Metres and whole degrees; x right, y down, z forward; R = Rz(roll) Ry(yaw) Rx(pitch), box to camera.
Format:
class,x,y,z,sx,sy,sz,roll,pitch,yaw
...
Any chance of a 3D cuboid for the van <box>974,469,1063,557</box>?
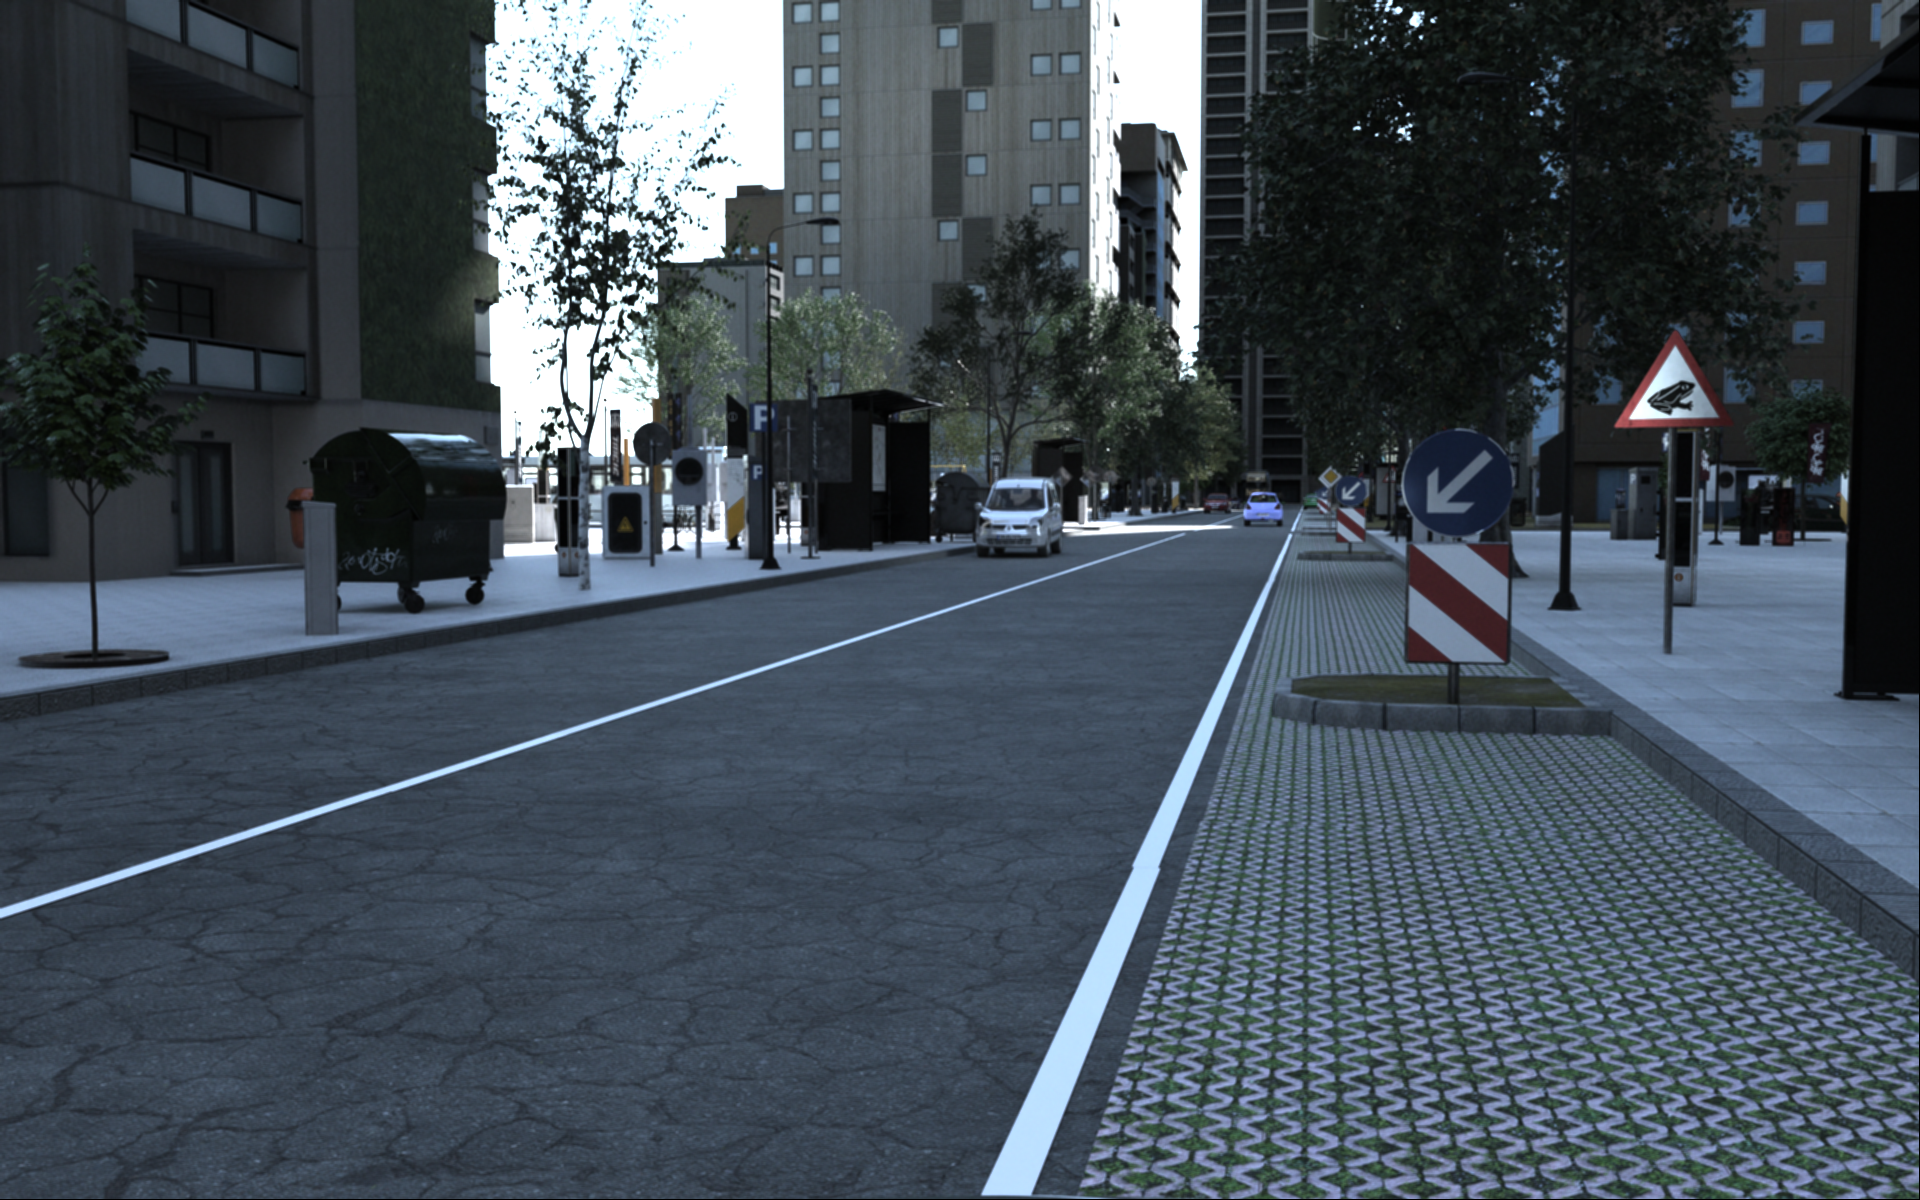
class,x,y,z,sx,sy,sz,roll,pitch,yaw
van,1.424,-2.058,40.666,2.013,2.044,4.112,1,4,9

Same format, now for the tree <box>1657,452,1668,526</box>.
class,x,y,z,sx,sy,sz,roll,pitch,yaw
tree,28.477,-4.578,69.446,1.663,3.219,1.824,0,3,0

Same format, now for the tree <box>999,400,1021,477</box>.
class,x,y,z,sx,sy,sz,roll,pitch,yaw
tree,3.832,-11.059,131.178,4.360,8.622,3.978,0,3,0

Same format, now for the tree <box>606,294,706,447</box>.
class,x,y,z,sx,sy,sz,roll,pitch,yaw
tree,-14.633,-9.991,89.109,9.928,11.665,9.643,0,3,0

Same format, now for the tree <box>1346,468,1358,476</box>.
class,x,y,z,sx,sy,sz,roll,pitch,yaw
tree,29.006,-8.158,127.981,1.663,3.219,1.824,0,3,0

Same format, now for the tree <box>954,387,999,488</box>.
class,x,y,z,sx,sy,sz,roll,pitch,yaw
tree,-0.512,-9.626,107.742,4.360,8.622,3.978,0,3,0

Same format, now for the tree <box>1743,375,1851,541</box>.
class,x,y,z,sx,sy,sz,roll,pitch,yaw
tree,23.452,-3.926,47.906,4.285,4.588,4.351,0,3,0

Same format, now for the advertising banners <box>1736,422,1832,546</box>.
class,x,y,z,sx,sy,sz,roll,pitch,yaw
advertising banners,20.338,-2.850,42.781,2.074,3.025,0.090,2,4,30

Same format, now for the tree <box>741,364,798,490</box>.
class,x,y,z,sx,sy,sz,roll,pitch,yaw
tree,-10.416,-9.034,98.074,4.737,8.622,4.395,0,3,0

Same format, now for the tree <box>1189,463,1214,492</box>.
class,x,y,z,sx,sy,sz,roll,pitch,yaw
tree,21.756,-10.770,159.797,4.285,4.588,4.351,0,3,0

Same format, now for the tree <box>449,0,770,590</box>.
class,x,y,z,sx,sy,sz,roll,pitch,yaw
tree,-4.906,-4.453,23.164,4.360,8.622,3.978,0,3,0

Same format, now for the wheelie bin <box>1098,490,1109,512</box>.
class,x,y,z,sx,sy,sz,roll,pitch,yaw
wheelie bin,10.104,-6.966,121.799,0.980,1.594,0.693,3,4,37

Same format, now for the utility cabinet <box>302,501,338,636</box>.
class,x,y,z,sx,sy,sz,roll,pitch,yaw
utility cabinet,-5.969,-0.307,16.187,0.306,1.237,1.020,-1,4,-21

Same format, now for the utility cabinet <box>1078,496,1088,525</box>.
class,x,y,z,sx,sy,sz,roll,pitch,yaw
utility cabinet,5.092,-3.711,71.833,0.306,1.237,1.020,1,4,10

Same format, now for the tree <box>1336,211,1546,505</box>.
class,x,y,z,sx,sy,sz,roll,pitch,yaw
tree,12.268,-5.648,42.709,4.737,8.622,4.395,0,3,0

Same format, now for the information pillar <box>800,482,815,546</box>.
class,x,y,z,sx,sy,sz,roll,pitch,yaw
information pillar,-3.777,-2.353,42.957,0.304,2.012,0.304,1,4,12

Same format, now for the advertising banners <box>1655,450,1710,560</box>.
class,x,y,z,sx,sy,sz,roll,pitch,yaw
advertising banners,14.353,-2.327,34.234,2.074,3.025,0.090,-3,5,-39

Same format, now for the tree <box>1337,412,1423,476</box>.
class,x,y,z,sx,sy,sz,roll,pitch,yaw
tree,19.012,-7.535,73.553,4.360,8.622,3.978,0,3,0

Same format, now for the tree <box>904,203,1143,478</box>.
class,x,y,z,sx,sy,sz,roll,pitch,yaw
tree,1.542,-7.425,55.804,7.601,10.594,8.767,3,5,40

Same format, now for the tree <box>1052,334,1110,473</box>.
class,x,y,z,sx,sy,sz,roll,pitch,yaw
tree,10.180,-11.287,101.557,9.611,12.733,9.660,0,3,0

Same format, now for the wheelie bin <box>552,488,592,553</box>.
class,x,y,z,sx,sy,sz,roll,pitch,yaw
wheelie bin,-8.327,-1.792,37.207,0.693,1.594,0.980,-3,4,-37

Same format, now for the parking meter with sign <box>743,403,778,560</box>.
class,x,y,z,sx,sy,sz,roll,pitch,yaw
parking meter with sign,-3.997,-2.321,34.207,0.543,3.016,1.738,-1,4,-15

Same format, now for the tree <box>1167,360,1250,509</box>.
class,x,y,z,sx,sy,sz,roll,pitch,yaw
tree,20.088,-13.966,146.478,7.486,12.596,7.792,0,3,0

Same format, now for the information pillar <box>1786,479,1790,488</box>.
class,x,y,z,sx,sy,sz,roll,pitch,yaw
information pillar,30.452,-4.422,63.662,0.183,3.616,0.504,1,4,21

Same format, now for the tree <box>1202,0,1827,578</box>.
class,x,y,z,sx,sy,sz,roll,pitch,yaw
tree,8.179,-6.699,26.530,9.611,12.733,9.660,0,3,0

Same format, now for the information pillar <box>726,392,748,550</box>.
class,x,y,z,sx,sy,sz,roll,pitch,yaw
information pillar,-5.148,-2.973,39.956,0.504,3.616,0.183,0,4,-2

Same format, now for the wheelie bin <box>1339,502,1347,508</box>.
class,x,y,z,sx,sy,sz,roll,pitch,yaw
wheelie bin,28.705,-7.446,129.652,0.693,1.594,0.980,0,4,8

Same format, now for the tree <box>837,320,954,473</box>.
class,x,y,z,sx,sy,sz,roll,pitch,yaw
tree,-3.292,-7.578,74.257,4.360,8.622,3.978,0,3,0

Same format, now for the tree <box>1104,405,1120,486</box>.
class,x,y,z,sx,sy,sz,roll,pitch,yaw
tree,11.972,-11.539,139.031,4.360,8.622,3.978,0,3,0

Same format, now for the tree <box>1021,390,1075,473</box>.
class,x,y,z,sx,sy,sz,roll,pitch,yaw
tree,6.882,-10.692,125.181,4.360,8.622,3.978,0,3,0

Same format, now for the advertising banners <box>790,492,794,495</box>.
class,x,y,z,sx,sy,sz,roll,pitch,yaw
advertising banners,-13.433,-8.406,133.620,0.090,3.025,2.074,2,4,35

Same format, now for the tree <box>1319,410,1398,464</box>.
class,x,y,z,sx,sy,sz,roll,pitch,yaw
tree,26.036,-10.804,111.058,7.601,10.594,8.767,2,4,26

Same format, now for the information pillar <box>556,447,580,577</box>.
class,x,y,z,sx,sy,sz,roll,pitch,yaw
information pillar,-6.054,-1.374,26.954,0.304,2.012,0.304,3,5,40

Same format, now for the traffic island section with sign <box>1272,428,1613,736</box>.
class,x,y,z,sx,sy,sz,roll,pitch,yaw
traffic island section with sign,3.065,-0.163,11.296,1.989,1.847,2.006,1,4,11

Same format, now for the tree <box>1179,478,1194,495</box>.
class,x,y,z,sx,sy,sz,roll,pitch,yaw
tree,17.639,-8.806,138.587,1.663,3.219,1.824,0,3,0

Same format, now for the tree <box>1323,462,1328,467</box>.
class,x,y,z,sx,sy,sz,roll,pitch,yaw
tree,24.321,-9.366,103.494,4.737,8.622,4.395,0,3,0

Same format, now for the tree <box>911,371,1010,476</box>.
class,x,y,z,sx,sy,sz,roll,pitch,yaw
tree,0.507,-9.276,102.021,4.737,8.622,4.395,0,3,0

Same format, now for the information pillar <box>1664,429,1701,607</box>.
class,x,y,z,sx,sy,sz,roll,pitch,yaw
information pillar,8.255,-0.936,19.792,0.304,2.012,0.304,2,4,31

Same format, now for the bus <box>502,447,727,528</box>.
class,x,y,z,sx,sy,sz,roll,pitch,yaw
bus,-15.452,-4.607,70.188,13.247,3.499,2.948,1,4,12

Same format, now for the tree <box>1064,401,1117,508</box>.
class,x,y,z,sx,sy,sz,roll,pitch,yaw
tree,9.938,-10.998,130.184,4.737,8.622,4.395,0,3,0

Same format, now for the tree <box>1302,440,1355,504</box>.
class,x,y,z,sx,sy,sz,roll,pitch,yaw
tree,46.500,-18.263,216.721,7.486,12.596,7.792,0,3,0

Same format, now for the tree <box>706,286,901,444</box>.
class,x,y,z,sx,sy,sz,roll,pitch,yaw
tree,-6.976,-9.779,85.648,9.928,11.665,9.643,0,3,0

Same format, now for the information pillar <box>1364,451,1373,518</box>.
class,x,y,z,sx,sy,sz,roll,pitch,yaw
information pillar,22.232,-6.305,94.446,0.504,3.616,0.183,0,4,7

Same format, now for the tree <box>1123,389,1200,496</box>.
class,x,y,z,sx,sy,sz,roll,pitch,yaw
tree,14.231,-10.298,118.736,4.360,8.622,3.978,0,3,0

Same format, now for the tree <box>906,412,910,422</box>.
class,x,y,z,sx,sy,sz,roll,pitch,yaw
tree,-3.137,-11.310,135.281,4.737,8.622,4.395,0,3,0

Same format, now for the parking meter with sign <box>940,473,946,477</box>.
class,x,y,z,sx,sy,sz,roll,pitch,yaw
parking meter with sign,-0.824,-9.028,143.874,0.543,3.016,1.738,3,5,44

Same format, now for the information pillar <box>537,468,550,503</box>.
class,x,y,z,sx,sy,sz,roll,pitch,yaw
information pillar,-11.958,-2.769,49.763,0.304,2.012,0.304,0,4,1

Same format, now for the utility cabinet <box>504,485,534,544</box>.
class,x,y,z,sx,sy,sz,roll,pitch,yaw
utility cabinet,-11.493,-2.174,44.229,1.173,1.500,0.318,-1,4,-9

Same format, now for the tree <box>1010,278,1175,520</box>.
class,x,y,z,sx,sy,sz,roll,pitch,yaw
tree,6.468,-9.731,84.862,9.928,11.665,9.643,0,3,0

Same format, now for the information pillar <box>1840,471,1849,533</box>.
class,x,y,z,sx,sy,sz,roll,pitch,yaw
information pillar,29.133,-4.007,56.877,0.183,3.616,0.504,0,4,-7

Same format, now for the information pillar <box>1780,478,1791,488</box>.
class,x,y,z,sx,sy,sz,roll,pitch,yaw
information pillar,33.188,-3.986,69.668,0.304,2.012,0.304,-1,4,-18

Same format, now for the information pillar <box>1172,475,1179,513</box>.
class,x,y,z,sx,sy,sz,roll,pitch,yaw
information pillar,14.268,-7.547,114.741,0.504,3.616,0.183,1,4,23

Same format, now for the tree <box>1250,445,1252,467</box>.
class,x,y,z,sx,sy,sz,roll,pitch,yaw
tree,27.435,-16.468,187.380,7.486,12.596,7.792,0,3,0

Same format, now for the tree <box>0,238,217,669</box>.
class,x,y,z,sx,sy,sz,roll,pitch,yaw
tree,-6.519,-1.140,13.239,1.663,3.219,1.824,0,3,0

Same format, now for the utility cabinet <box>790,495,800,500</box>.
class,x,y,z,sx,sy,sz,roll,pitch,yaw
utility cabinet,-11.228,-6.475,117.028,1.020,1.237,0.306,1,4,22
